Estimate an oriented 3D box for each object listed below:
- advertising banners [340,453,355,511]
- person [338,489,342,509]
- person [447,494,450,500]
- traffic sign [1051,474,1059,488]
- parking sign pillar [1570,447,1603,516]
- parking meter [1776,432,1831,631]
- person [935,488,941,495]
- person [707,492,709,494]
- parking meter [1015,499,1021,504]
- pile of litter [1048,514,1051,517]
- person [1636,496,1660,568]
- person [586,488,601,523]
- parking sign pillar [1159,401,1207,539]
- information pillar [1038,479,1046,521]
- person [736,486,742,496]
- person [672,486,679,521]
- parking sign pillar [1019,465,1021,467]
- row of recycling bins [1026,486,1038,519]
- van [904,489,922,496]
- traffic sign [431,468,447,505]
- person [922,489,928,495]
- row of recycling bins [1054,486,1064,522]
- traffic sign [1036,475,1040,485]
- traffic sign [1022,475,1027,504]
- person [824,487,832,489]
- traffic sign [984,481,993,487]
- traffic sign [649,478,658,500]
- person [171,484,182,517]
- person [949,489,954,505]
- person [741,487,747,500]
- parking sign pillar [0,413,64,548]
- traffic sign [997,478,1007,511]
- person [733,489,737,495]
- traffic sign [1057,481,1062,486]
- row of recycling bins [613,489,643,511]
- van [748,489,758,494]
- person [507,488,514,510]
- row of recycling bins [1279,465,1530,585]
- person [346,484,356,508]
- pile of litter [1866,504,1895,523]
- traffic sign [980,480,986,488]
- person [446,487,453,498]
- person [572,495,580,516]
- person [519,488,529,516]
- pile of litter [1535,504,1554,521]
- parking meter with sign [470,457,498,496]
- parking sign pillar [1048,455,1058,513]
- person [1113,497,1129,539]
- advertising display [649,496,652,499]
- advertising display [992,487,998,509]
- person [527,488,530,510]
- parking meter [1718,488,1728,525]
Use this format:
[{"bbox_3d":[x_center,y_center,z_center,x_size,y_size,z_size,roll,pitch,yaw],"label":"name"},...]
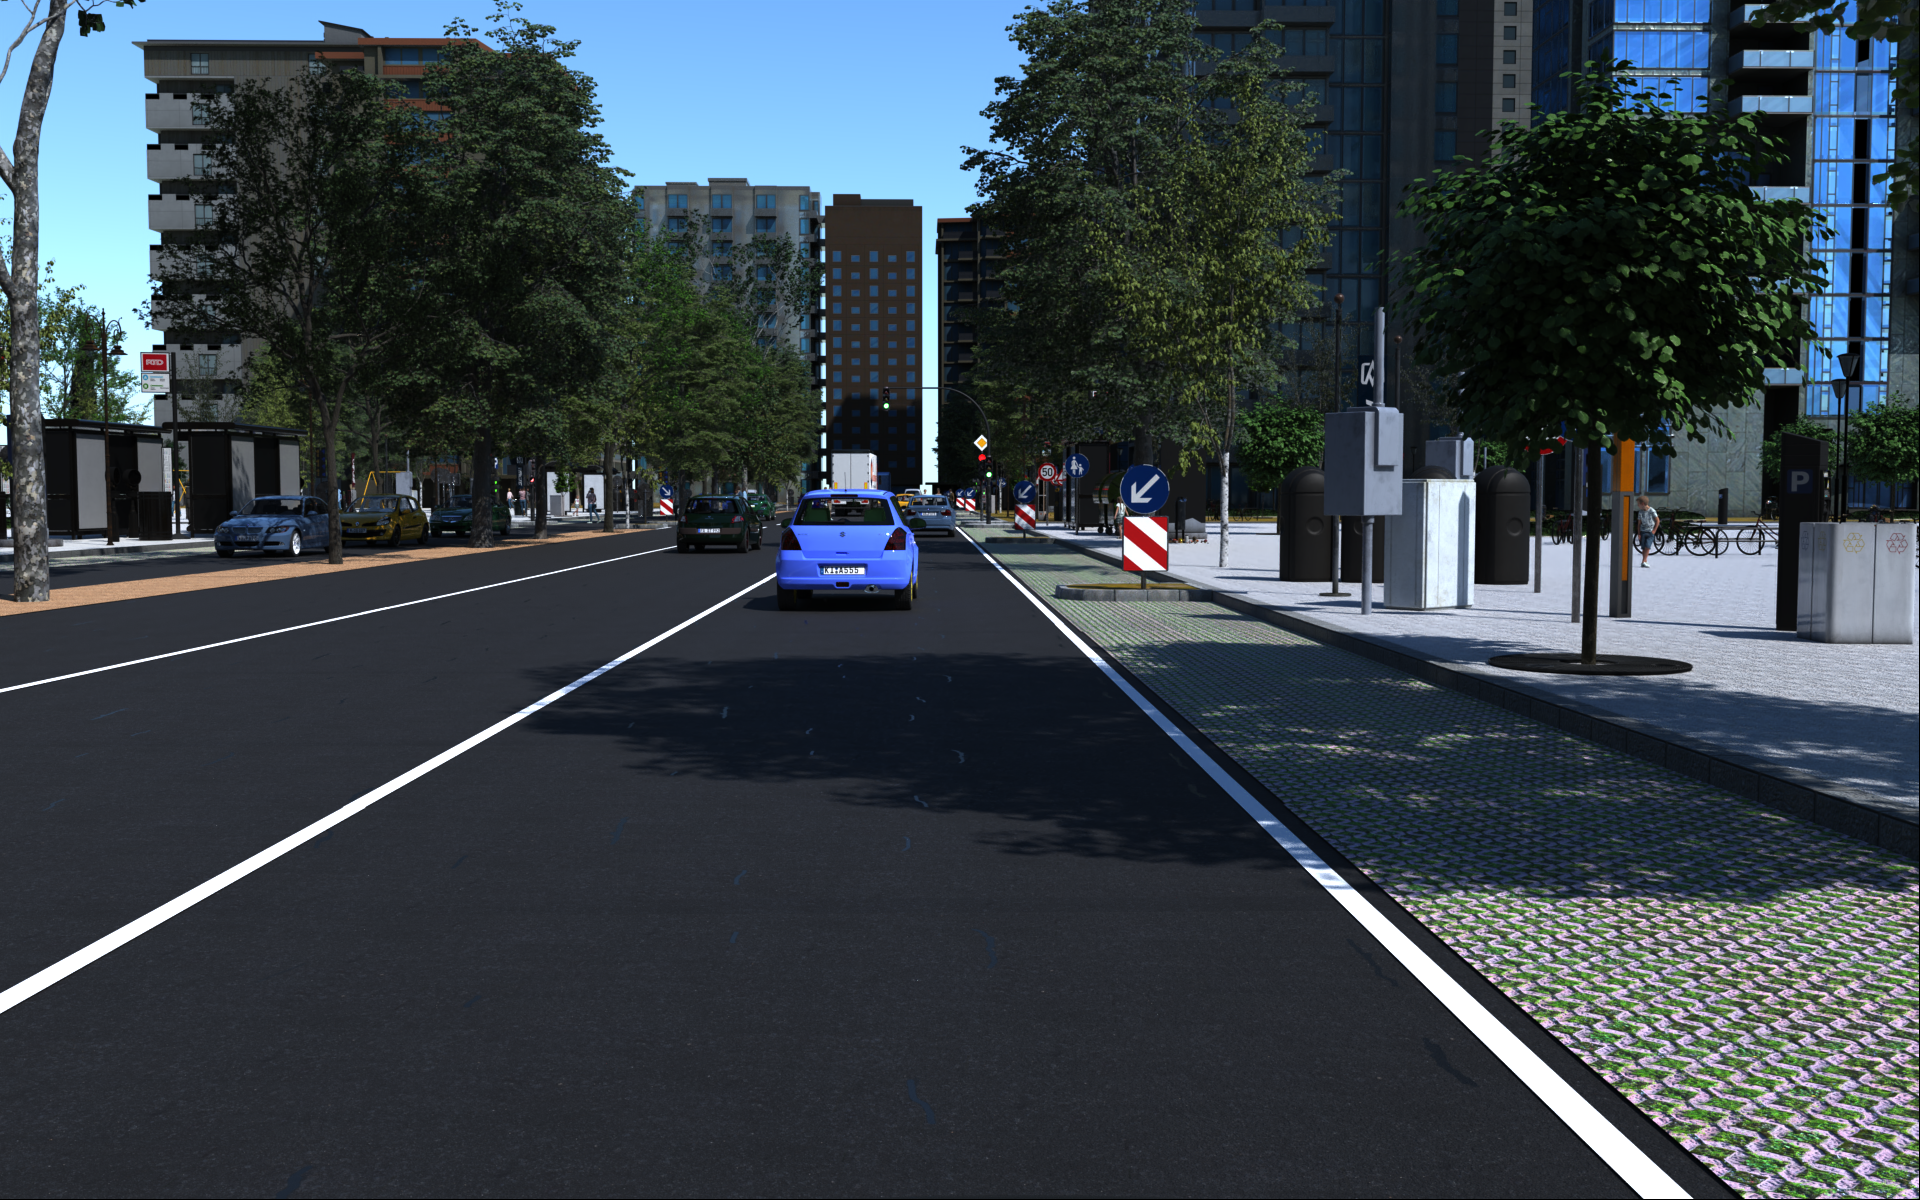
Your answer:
[{"bbox_3d":[-25.595,-4.668,72.510,0.090,3.025,2.074,0,4,-3],"label":"advertising banners"},{"bbox_3d":[-34.444,-5.471,95.763,0.793,1.790,0.793,2,4,35],"label":"person"},{"bbox_3d":[-39.783,-7.597,134.923,0.362,1.253,0.373,0,4,2],"label":"person"},{"bbox_3d":[6.071,-6.654,108.899,0.768,2.556,0.104,0,4,4],"label":"traffic sign"},{"bbox_3d":[26.623,-5.204,73.560,1.447,3.967,1.447,-1,4,-20],"label":"parking sign pillar"},{"bbox_3d":[7.893,-0.641,16.196,0.399,1.863,0.255,3,5,42],"label":"parking meter"},{"bbox_3d":[-1.063,-4.814,87.958,0.760,1.731,0.466,2,4,24],"label":"person"},{"bbox_3d":[-14.091,-5.338,95.873,0.635,1.810,0.391,3,5,42],"label":"person"},{"bbox_3d":[3.497,-5.916,105.141,0.372,1.533,0.369,0,3,0],"label":"parking meter"},{"bbox_3d":[4.533,-5.089,97.170,1.176,0.858,1.719,1,4,11],"label":"pile of litter"},{"bbox_3d":[12.032,-1.199,30.327,0.352,1.250,0.332,0,4,-8],"label":"person"},{"bbox_3d":[-17.989,-4.644,85.018,0.643,1.750,0.593,1,4,23],"label":"person"},{"bbox_3d":[6.373,-3.740,49.621,1.447,3.967,1.447,0,4,-1],"label":"parking sign pillar"},{"bbox_3d":[3.938,-4.797,82.921,0.304,2.012,0.304,2,4,25],"label":"information pillar"},{"bbox_3d":[-10.315,-4.437,81.063,0.654,1.822,0.581,-1,4,-12],"label":"person"},{"bbox_3d":[-14.176,-4.803,86.880,0.795,1.843,0.661,2,4,29],"label":"person"},{"bbox_3d":[4.658,-9.962,151.346,1.447,3.967,1.447,0,4,8],"label":"parking sign pillar"},{"bbox_3d":[3.866,-5.030,89.347,1.069,1.692,3.534,0,4,0],"label":"row of recycling bins"},{"bbox_3d":[-3.826,-8.221,141.422,2.013,2.044,4.112,0,4,0],"label":"van"},{"bbox_3d":[-25.056,-5.084,83.231,0.768,2.556,0.104,0,4,0],"label":"traffic sign"},{"bbox_3d":[-2.353,-6.672,118.151,0.480,1.755,0.524,-2,4,-35],"label":"person"},{"bbox_3d":[5.588,-4.952,88.084,1.069,1.692,3.534,0,4,7],"label":"row of recycling bins"},{"bbox_3d":[4.805,-6.358,103.960,0.884,2.594,0.081,0,4,4],"label":"traffic sign"},{"bbox_3d":[3.964,-6.746,110.403,0.768,2.556,0.104,0,4,2],"label":"traffic sign"},{"bbox_3d":[-7.242,-5.276,94.731,0.580,1.828,0.573,-3,5,-39],"label":"person"},{"bbox_3d":[2.449,-9.187,150.320,0.768,2.556,0.104,0,4,4],"label":"traffic sign"},{"bbox_3d":[-23.599,-8.137,133.049,0.884,2.594,0.081,1,4,8],"label":"traffic sign"},{"bbox_3d":[-43.682,-5.533,96.492,0.794,1.824,0.713,2,4,27],"label":"person"},{"bbox_3d":[-0.699,-7.886,137.354,0.656,1.842,0.836,2,4,27],"label":"person"},{"bbox_3d":[-10.753,-4.750,86.425,0.793,1.790,0.793,-3,5,-43],"label":"person"},{"bbox_3d":[-22.688,-3.283,42.142,1.447,3.967,1.447,3,5,42],"label":"parking sign pillar"},{"bbox_3d":[3.220,-8.180,133.846,0.768,2.556,0.104,0,3,0],"label":"traffic sign"},{"bbox_3d":[-16.286,-7.142,125.621,0.721,1.781,0.623,2,4,25],"label":"person"},{"bbox_3d":[6.452,-6.638,108.637,0.768,2.556,0.104,0,4,6],"label":"traffic sign"},{"bbox_3d":[-24.979,-7.531,130.246,1.069,1.692,3.534,2,4,33],"label":"row of recycling bins"},{"bbox_3d":[-18.761,-8.978,153.803,2.013,2.044,4.112,0,4,-3],"label":"van"},{"bbox_3d":[-35.348,-7.941,136.550,0.598,1.740,0.731,1,4,12],"label":"person"},{"bbox_3d":[6.422,-1.103,25.144,3.534,1.692,1.069,1,4,16],"label":"row of recycling bins"},{"bbox_3d":[-31.519,-5.112,89.811,0.728,1.800,0.709,1,4,15],"label":"person"},{"bbox_3d":[38.456,-3.565,72.255,1.719,0.858,1.176,-2,4,-34],"label":"pile of litter"},{"bbox_3d":[2.088,-9.238,151.146,0.768,2.556,0.104,0,4,6],"label":"traffic sign"},{"bbox_3d":[-43.232,-8.631,146.516,0.474,1.900,0.648,0,4,-1],"label":"person"},{"bbox_3d":[-22.319,-5.490,100.821,0.382,1.210,0.505,1,4,19],"label":"person"},{"bbox_3d":[-25.508,-5.790,101.300,0.593,1.750,0.643,0,4,-8],"label":"person"},{"bbox_3d":[27.991,-4.195,82.550,1.176,0.858,1.719,3,5,42],"label":"pile of litter"},{"bbox_3d":[-22.854,-5.258,82.234,1.738,3.016,0.543,0,4,5],"label":"parking meter with sign"},{"bbox_3d":[6.487,-8.071,120.440,1.447,3.967,1.447,1,4,14],"label":"parking sign pillar"},{"bbox_3d":[4.606,-2.349,49.466,0.382,1.210,0.505,3,5,43],"label":"person"},{"bbox_3d":[-24.536,-8.086,137.422,0.123,1.923,0.974,-1,4,-16],"label":"advertising display"},{"bbox_3d":[3.065,-8.913,150.940,0.123,1.923,0.974,2,4,27],"label":"advertising display"},{"bbox_3d":[-35.376,-8.288,141.727,0.466,1.800,0.511,0,4,4],"label":"person"},{"bbox_3d":[32.129,-3.946,72.925,0.372,1.533,0.369,0,3,0],"label":"parking meter"}]
